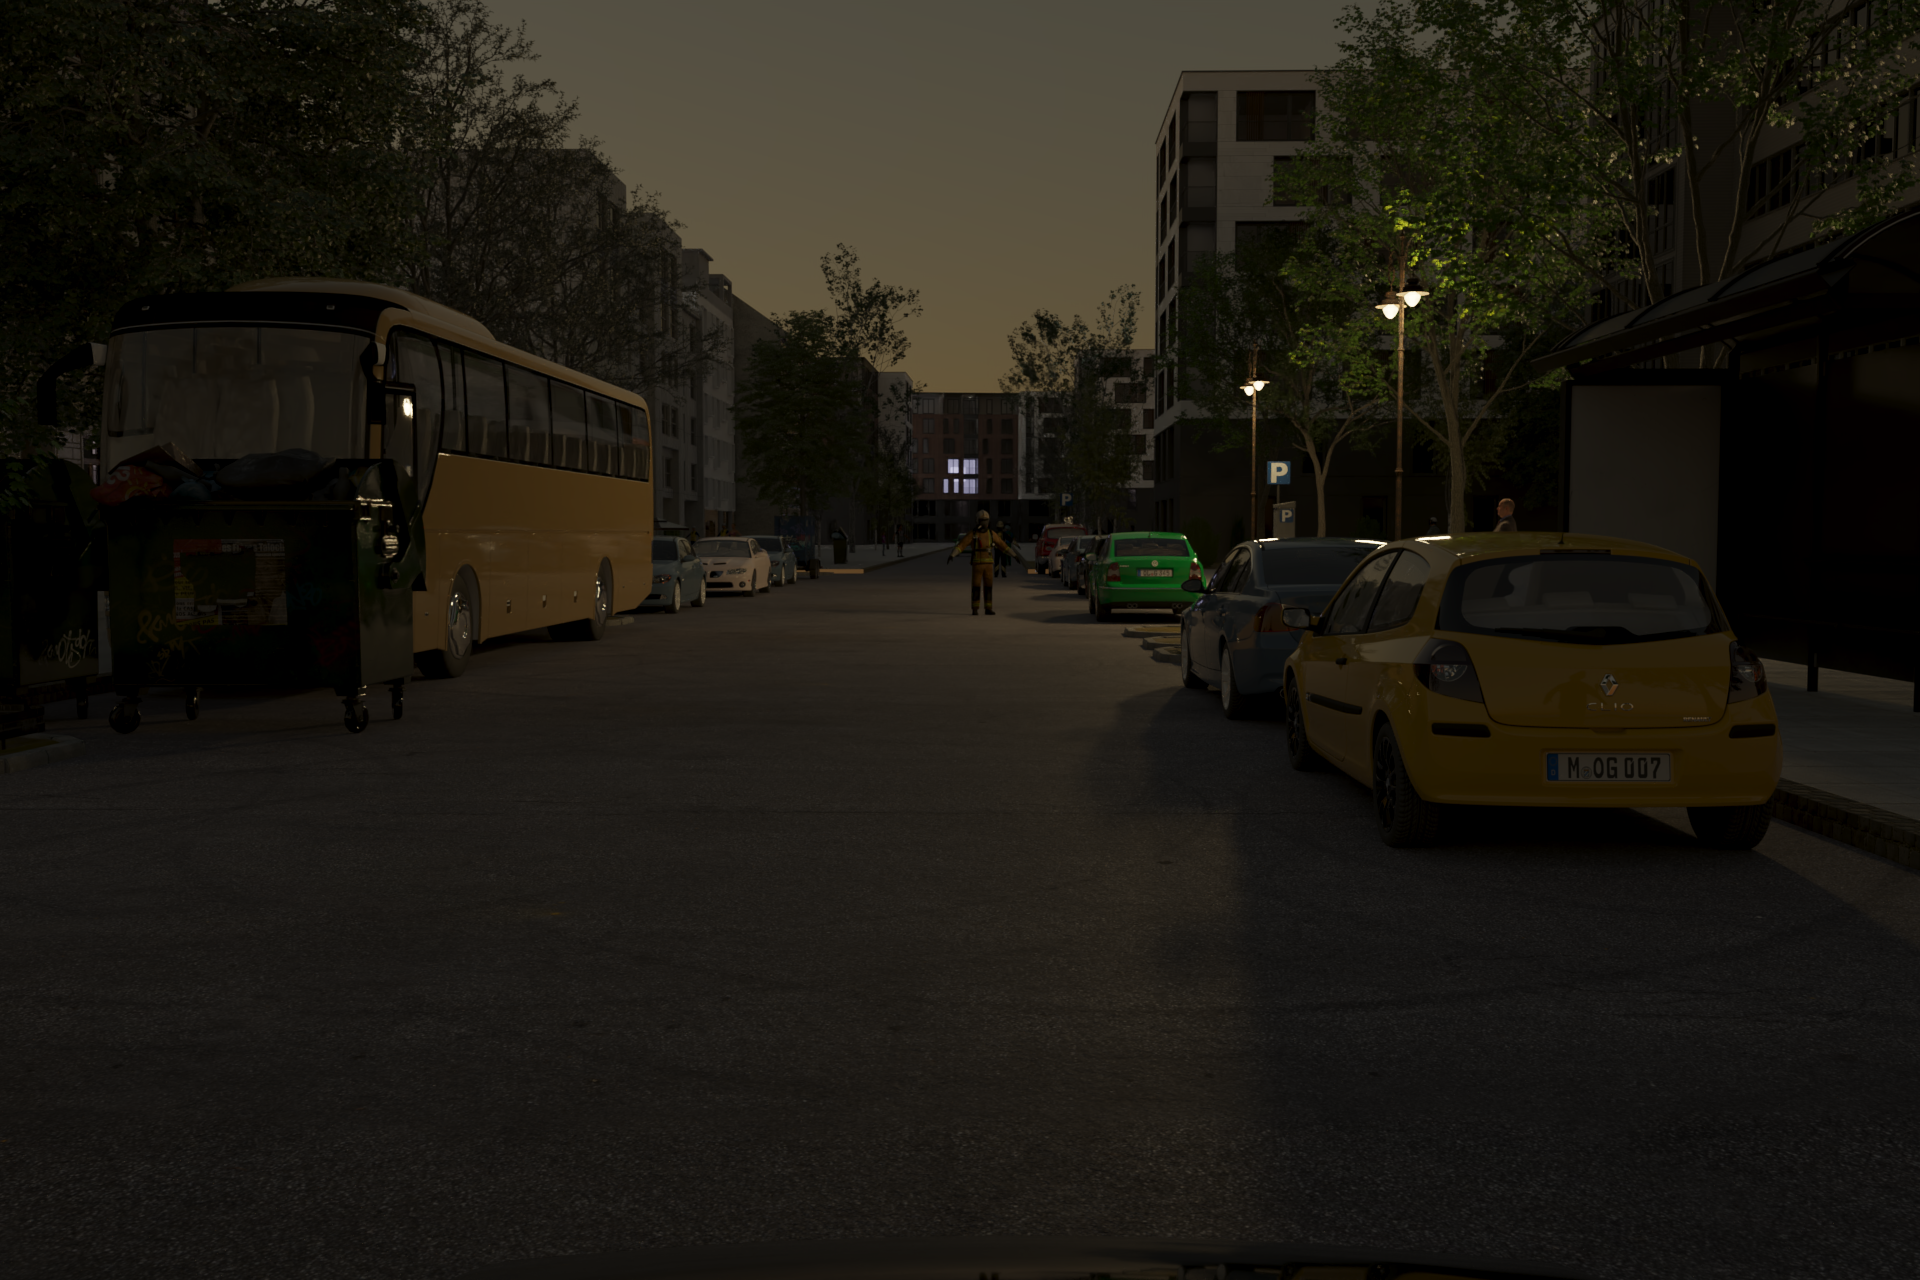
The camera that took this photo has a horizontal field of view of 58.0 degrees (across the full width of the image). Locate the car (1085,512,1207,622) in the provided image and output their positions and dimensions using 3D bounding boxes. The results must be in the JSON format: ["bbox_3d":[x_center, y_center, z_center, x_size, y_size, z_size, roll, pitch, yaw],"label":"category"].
[{"bbox_3d":[3.149,-1.276,29.652,1.959,1.807,4.718,0,4,2],"label":"car"}]

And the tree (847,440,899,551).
[{"bbox_3d":[-6.804,-11.288,134.924,4.737,8.622,4.395,0,3,0],"label":"tree"}]

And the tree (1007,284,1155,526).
[{"bbox_3d":[10.641,-16.780,130.244,12.611,20.169,13.585,0,3,0],"label":"tree"}]

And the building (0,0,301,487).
[{"bbox_3d":[-29.688,-13.348,54.394,11.583,22.565,21.152,0,4,1],"label":"building"}]

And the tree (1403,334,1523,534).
[{"bbox_3d":[18.195,-6.905,63.265,4.737,8.622,4.395,0,3,0],"label":"tree"}]

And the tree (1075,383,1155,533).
[{"bbox_3d":[7.546,-8.205,84.507,4.360,8.622,3.978,0,3,0],"label":"tree"}]

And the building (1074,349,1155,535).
[{"bbox_3d":[27.499,-22.233,207.487,27.936,21.610,32.646,0,4,2],"label":"building"}]

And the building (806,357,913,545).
[{"bbox_3d":[-20.866,-22.776,216.365,27.936,21.610,32.646,0,4,2],"label":"building"}]

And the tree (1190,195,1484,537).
[{"bbox_3d":[9.997,-6.882,46.938,8.767,10.594,7.601,2,4,25],"label":"tree"}]

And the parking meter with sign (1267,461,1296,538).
[{"bbox_3d":[7.619,-2.725,40.814,0.543,3.016,1.738,0,4,2],"label":"parking meter with sign"}]

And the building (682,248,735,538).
[{"bbox_3d":[-22.037,-15.888,116.185,16.016,20.090,11.380,0,4,1],"label":"building"}]

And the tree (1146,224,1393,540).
[{"bbox_3d":[10.247,-8.073,57.750,9.928,11.665,9.643,0,3,0],"label":"tree"}]

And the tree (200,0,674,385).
[{"bbox_3d":[-11.471,-7.804,37.970,12.009,13.543,11.850,0,3,0],"label":"tree"}]

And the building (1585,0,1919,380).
[{"bbox_3d":[29.868,-14.144,50.321,14.314,24.678,30.058,0,4,2],"label":"building"}]

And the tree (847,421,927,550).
[{"bbox_3d":[-6.269,-12.780,143.360,7.601,10.594,8.767,-3,4,-39],"label":"tree"}]

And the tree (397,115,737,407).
[{"bbox_3d":[-11.733,-8.551,50.173,12.009,13.543,11.850,0,3,0],"label":"tree"}]

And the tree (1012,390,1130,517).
[{"bbox_3d":[9.485,-14.399,145.786,12.009,13.543,11.850,0,3,0],"label":"tree"}]

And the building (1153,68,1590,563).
[{"bbox_3d":[24.183,-15.210,92.665,27.936,21.610,32.646,0,4,2],"label":"building"}]

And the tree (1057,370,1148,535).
[{"bbox_3d":[6.284,-7.762,77.275,4.737,8.622,4.395,0,3,0],"label":"tree"}]

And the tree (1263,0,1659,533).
[{"bbox_3d":[9.666,-6.603,33.713,9.928,11.665,9.643,0,3,0],"label":"tree"}]

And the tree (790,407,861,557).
[{"bbox_3d":[-8.028,-8.918,96.172,4.360,8.622,3.978,0,3,0],"label":"tree"}]

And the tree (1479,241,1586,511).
[{"bbox_3d":[25.743,-10.047,70.918,9.857,13.997,8.962,0,3,0],"label":"tree"}]

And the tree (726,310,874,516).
[{"bbox_3d":[-7.999,-10.368,87.637,7.486,12.596,7.792,0,3,0],"label":"tree"}]

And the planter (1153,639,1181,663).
[{"bbox_3d":[3.250,0.074,19.937,1.991,0.319,1.994,0,4,0],"label":"planter"}]

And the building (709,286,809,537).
[{"bbox_3d":[-22.529,-18.846,139.056,19.493,23.208,18.063,0,4,1],"label":"building"}]

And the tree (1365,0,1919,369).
[{"bbox_3d":[8.799,-5.806,20.690,9.928,11.665,9.643,0,3,0],"label":"tree"}]

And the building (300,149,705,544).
[{"bbox_3d":[-25.137,-14.021,95.697,16.747,18.905,31.486,0,4,1],"label":"building"}]

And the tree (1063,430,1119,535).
[{"bbox_3d":[8.683,-10.343,119.465,4.360,8.622,3.978,0,3,0],"label":"tree"}]

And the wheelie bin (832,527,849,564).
[{"bbox_3d":[-5.145,-4.062,74.319,0.693,1.594,0.980,0,4,2],"label":"wheelie bin"}]

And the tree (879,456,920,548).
[{"bbox_3d":[-5.682,-12.490,154.577,4.737,8.622,4.395,0,3,0],"label":"tree"}]

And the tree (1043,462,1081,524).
[{"bbox_3d":[9.245,-12.473,154.301,4.737,8.622,4.395,0,3,0],"label":"tree"}]

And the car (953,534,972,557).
[{"bbox_3d":[0.563,-6.289,111.614,1.959,1.807,4.718,0,4,2],"label":"car"}]

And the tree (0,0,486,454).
[{"bbox_3d":[-12.130,-7.320,26.337,9.857,13.997,8.962,0,3,0],"label":"tree"}]

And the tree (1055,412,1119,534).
[{"bbox_3d":[7.683,-9.236,101.376,4.360,8.622,3.978,0,3,0],"label":"tree"}]

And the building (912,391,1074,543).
[{"bbox_3d":[5.209,-25.243,259.154,32.646,21.610,27.936,0,4,-5],"label":"building"}]

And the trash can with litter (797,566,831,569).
[{"bbox_3d":[-5.606,-3.296,64.948,1.678,1.210,2.233,0,4,1],"label":"trash can with litter"}]

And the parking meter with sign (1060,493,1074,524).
[{"bbox_3d":[4.529,-4.692,72.976,0.543,3.016,1.738,0,4,0],"label":"parking meter with sign"}]

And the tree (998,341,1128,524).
[{"bbox_3d":[10.903,-19.109,168.315,12.611,20.169,13.585,0,3,0],"label":"tree"}]

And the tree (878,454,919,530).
[{"bbox_3d":[-5.674,-12.797,159.587,4.737,8.622,4.395,0,3,0],"label":"tree"}]

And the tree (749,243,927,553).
[{"bbox_3d":[-8.238,-15.886,115.618,12.611,20.169,13.585,0,3,0],"label":"tree"}]
